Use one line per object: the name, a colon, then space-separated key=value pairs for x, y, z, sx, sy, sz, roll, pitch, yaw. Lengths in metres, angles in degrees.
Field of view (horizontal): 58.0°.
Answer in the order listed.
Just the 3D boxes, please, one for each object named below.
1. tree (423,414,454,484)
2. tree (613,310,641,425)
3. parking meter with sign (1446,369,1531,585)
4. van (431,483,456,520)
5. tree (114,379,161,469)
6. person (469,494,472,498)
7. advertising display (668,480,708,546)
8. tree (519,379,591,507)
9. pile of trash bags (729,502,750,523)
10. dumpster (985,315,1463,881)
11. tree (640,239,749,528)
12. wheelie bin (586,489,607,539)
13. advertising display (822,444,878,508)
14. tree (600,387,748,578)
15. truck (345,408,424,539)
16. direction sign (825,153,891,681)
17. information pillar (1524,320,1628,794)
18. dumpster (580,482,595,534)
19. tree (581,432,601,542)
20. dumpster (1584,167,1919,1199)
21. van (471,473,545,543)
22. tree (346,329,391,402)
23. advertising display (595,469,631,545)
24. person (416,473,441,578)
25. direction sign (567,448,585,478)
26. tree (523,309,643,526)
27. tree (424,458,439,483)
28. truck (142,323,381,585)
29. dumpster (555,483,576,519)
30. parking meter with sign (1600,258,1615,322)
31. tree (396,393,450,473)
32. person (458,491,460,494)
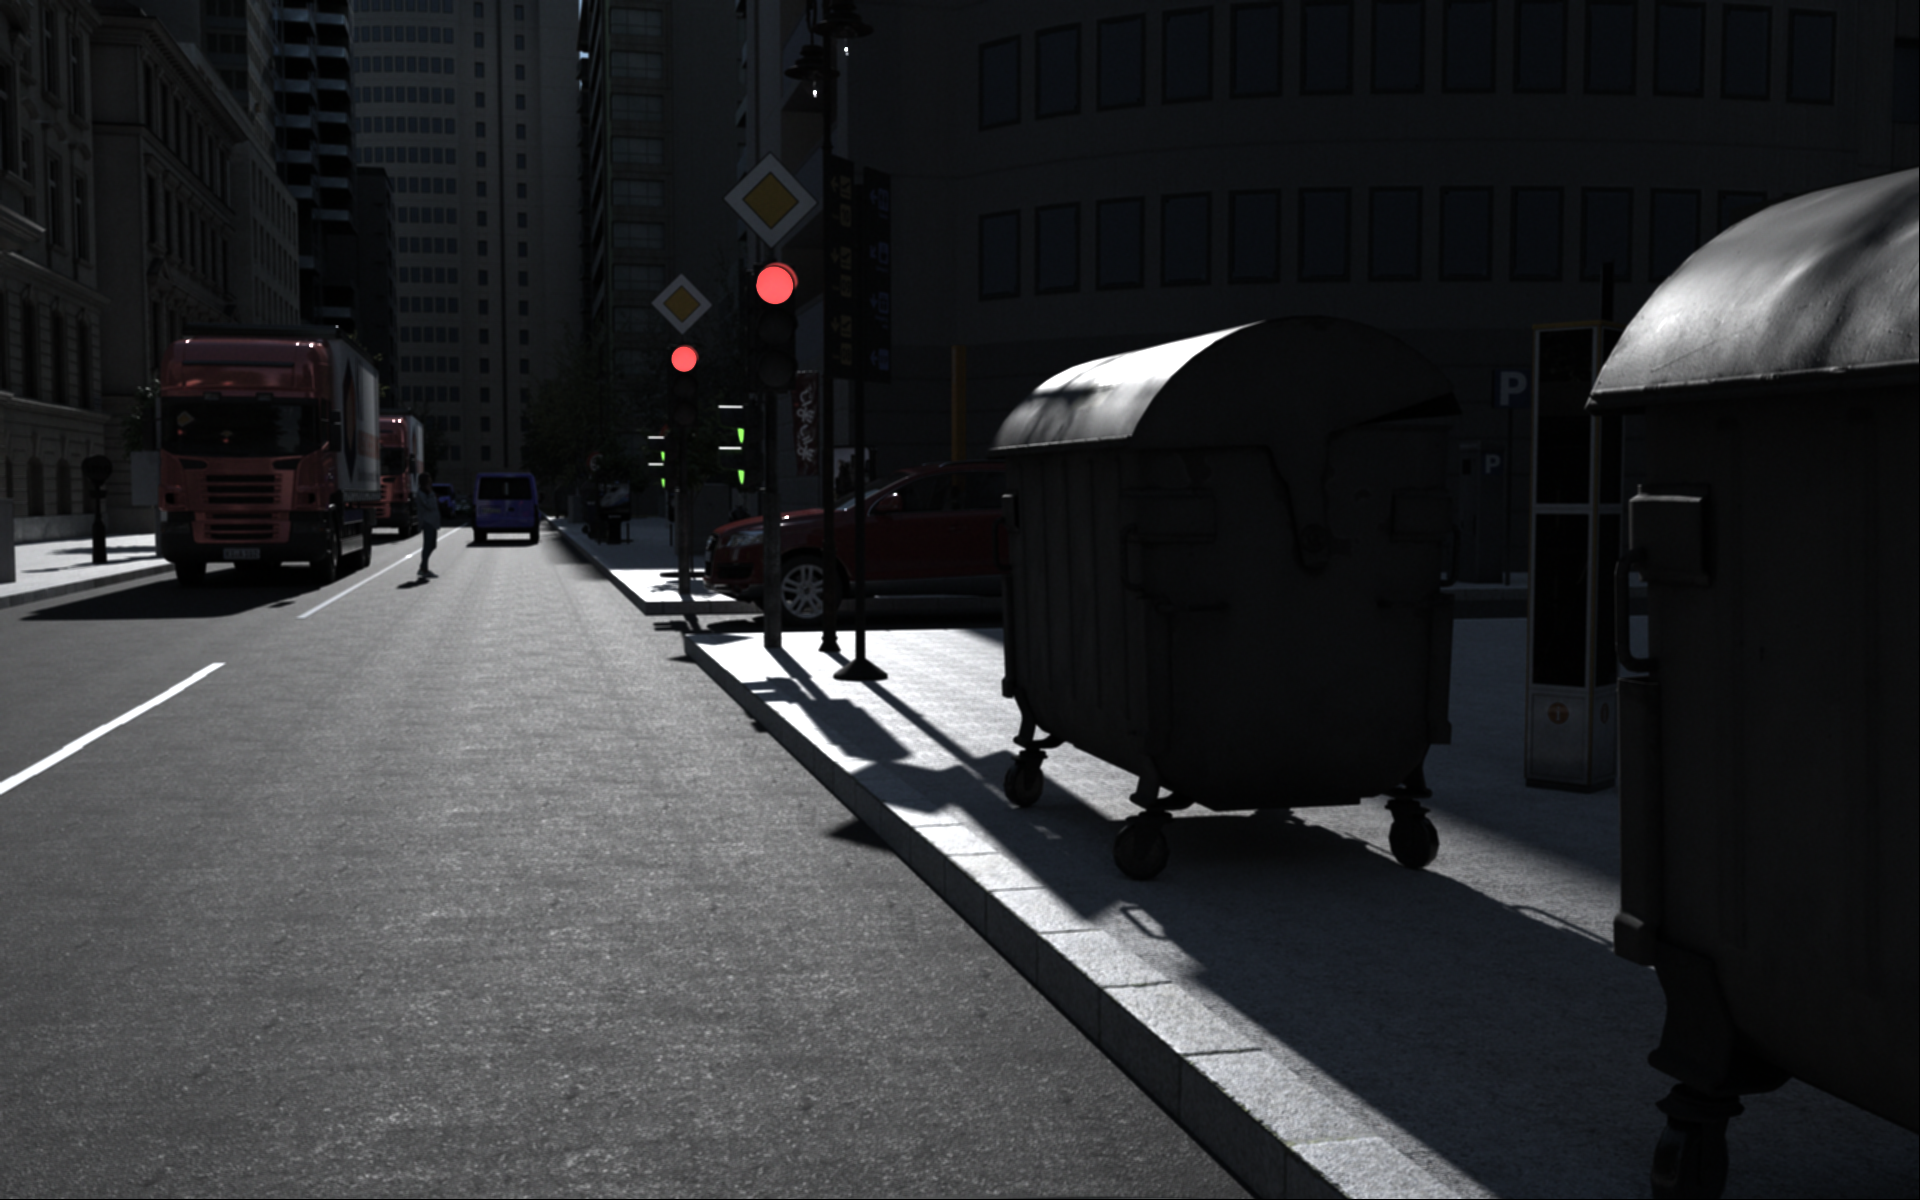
tree: x=-48.497 y=-12.723 z=158.386 sx=4.360 sy=8.622 sz=3.978 roll=0 pitch=3 yaw=0
tree: x=-10.829 y=-6.957 z=64.113 sx=4.360 sy=8.622 sz=3.978 roll=0 pitch=3 yaw=0
parking meter with sign: x=7.564 y=-1.761 z=25.046 sx=0.543 sy=3.016 sz=1.738 roll=-1 pitch=4 yaw=-9
van: x=-29.801 y=-5.759 z=98.550 sx=2.240 sy=2.365 sz=5.245 roll=-1 pitch=4 yaw=-14
tree: x=-20.148 y=-3.748 z=44.997 sx=4.285 sy=4.588 sz=4.351 roll=0 pitch=3 yaw=0
person: x=-35.013 y=-7.117 z=125.002 sx=1.348 sy=1.807 sz=0.705 roll=0 pitch=4 yaw=-2
advertising display: x=-6.712 y=-2.295 z=42.741 sx=0.974 sy=1.923 sz=0.123 roll=0 pitch=4 yaw=4
tree: x=-39.641 y=-15.438 z=170.540 sx=7.486 sy=12.596 sz=7.792 roll=0 pitch=3 yaw=0
pile of trash bags: x=-7.274 y=-2.764 z=54.943 sx=1.912 sy=1.369 sz=3.447 roll=2 pitch=4 yaw=33
dumpster: x=0.928 y=-0.045 z=6.498 sx=1.264 sy=1.857 sz=1.865 roll=-1 pitch=4 yaw=-14
tree: x=-6.028 y=-6.061 z=49.464 sx=4.360 sy=8.622 sz=3.978 roll=0 pitch=3 yaw=0
wheelie bin: x=-10.205 y=-2.529 z=49.262 sx=0.693 sy=1.594 sz=0.980 roll=-3 pitch=4 yaw=-36
advertising display: x=-1.445 y=-1.070 z=22.713 sx=0.123 sy=1.923 sz=0.974 roll=-3 pitch=5 yaw=-45
tree: x=-4.309 y=-1.981 z=26.985 sx=1.663 sy=3.219 sz=1.824 roll=0 pitch=3 yaw=0
truck: x=-19.759 y=-4.278 z=58.862 sx=2.839 sy=4.237 sz=11.283 roll=-1 pitch=4 yaw=-15
direction sign: x=-0.694 y=-1.222 z=11.984 sx=0.379 sy=3.537 sz=0.876 roll=2 pitch=4 yaw=26
information pillar: x=2.679 y=-0.186 z=7.539 sx=0.304 sy=2.012 sz=0.304 roll=3 pitch=5 yaw=42
dumpster: x=-11.723 y=-3.105 z=56.532 sx=1.264 sy=1.857 sz=1.865 roll=-1 pitch=4 yaw=-14
tree: x=-9.397 y=-3.167 z=46.374 sx=1.663 sy=3.219 sz=1.824 roll=0 pitch=3 yaw=0
dumpster: x=1.949 y=0.203 z=2.448 sx=1.264 sy=1.857 sz=1.865 roll=-1 pitch=4 yaw=-14
van: x=-13.807 y=-2.963 z=52.826 sx=2.240 sy=2.365 sz=5.245 roll=-1 pitch=4 yaw=-13
tree: x=-27.504 y=-7.731 z=76.771 sx=4.360 sy=8.622 sz=3.978 roll=0 pitch=3 yaw=0
advertising display: x=-8.820 y=-2.377 z=44.082 sx=0.974 sy=1.923 sz=0.123 roll=-3 pitch=5 yaw=-43
person: x=-9.137 y=-1.278 z=29.662 sx=0.793 sy=1.790 sz=0.793 roll=-3 pitch=4 yaw=-36
direction sign: x=-18.899 y=-5.711 z=85.378 sx=0.876 sy=3.537 sz=0.379 roll=0 pitch=4 yaw=6
tree: x=-14.880 y=-7.299 z=69.708 sx=4.737 sy=8.622 sz=4.395 roll=0 pitch=3 yaw=0
tree: x=-42.053 y=-9.202 z=134.167 sx=4.285 sy=4.588 sz=4.351 roll=0 pitch=3 yaw=0
truck: x=-12.051 y=-2.565 z=30.854 sx=2.839 sy=4.237 sz=11.283 roll=-1 pitch=4 yaw=-14
dumpster: x=-20.803 y=-5.254 z=91.658 sx=1.264 sy=1.857 sz=1.865 roll=-1 pitch=4 yaw=-14
parking meter with sign: x=5.646 y=-1.013 z=12.829 sx=1.738 sy=3.016 sz=0.543 roll=1 pitch=4 yaw=20
tree: x=-39.925 y=-10.820 z=127.268 sx=4.737 sy=8.622 sz=4.395 roll=0 pitch=3 yaw=0
person: x=-43.701 y=-8.656 z=150.958 sx=0.756 sy=1.711 sz=0.436 roll=1 pitch=4 yaw=19
